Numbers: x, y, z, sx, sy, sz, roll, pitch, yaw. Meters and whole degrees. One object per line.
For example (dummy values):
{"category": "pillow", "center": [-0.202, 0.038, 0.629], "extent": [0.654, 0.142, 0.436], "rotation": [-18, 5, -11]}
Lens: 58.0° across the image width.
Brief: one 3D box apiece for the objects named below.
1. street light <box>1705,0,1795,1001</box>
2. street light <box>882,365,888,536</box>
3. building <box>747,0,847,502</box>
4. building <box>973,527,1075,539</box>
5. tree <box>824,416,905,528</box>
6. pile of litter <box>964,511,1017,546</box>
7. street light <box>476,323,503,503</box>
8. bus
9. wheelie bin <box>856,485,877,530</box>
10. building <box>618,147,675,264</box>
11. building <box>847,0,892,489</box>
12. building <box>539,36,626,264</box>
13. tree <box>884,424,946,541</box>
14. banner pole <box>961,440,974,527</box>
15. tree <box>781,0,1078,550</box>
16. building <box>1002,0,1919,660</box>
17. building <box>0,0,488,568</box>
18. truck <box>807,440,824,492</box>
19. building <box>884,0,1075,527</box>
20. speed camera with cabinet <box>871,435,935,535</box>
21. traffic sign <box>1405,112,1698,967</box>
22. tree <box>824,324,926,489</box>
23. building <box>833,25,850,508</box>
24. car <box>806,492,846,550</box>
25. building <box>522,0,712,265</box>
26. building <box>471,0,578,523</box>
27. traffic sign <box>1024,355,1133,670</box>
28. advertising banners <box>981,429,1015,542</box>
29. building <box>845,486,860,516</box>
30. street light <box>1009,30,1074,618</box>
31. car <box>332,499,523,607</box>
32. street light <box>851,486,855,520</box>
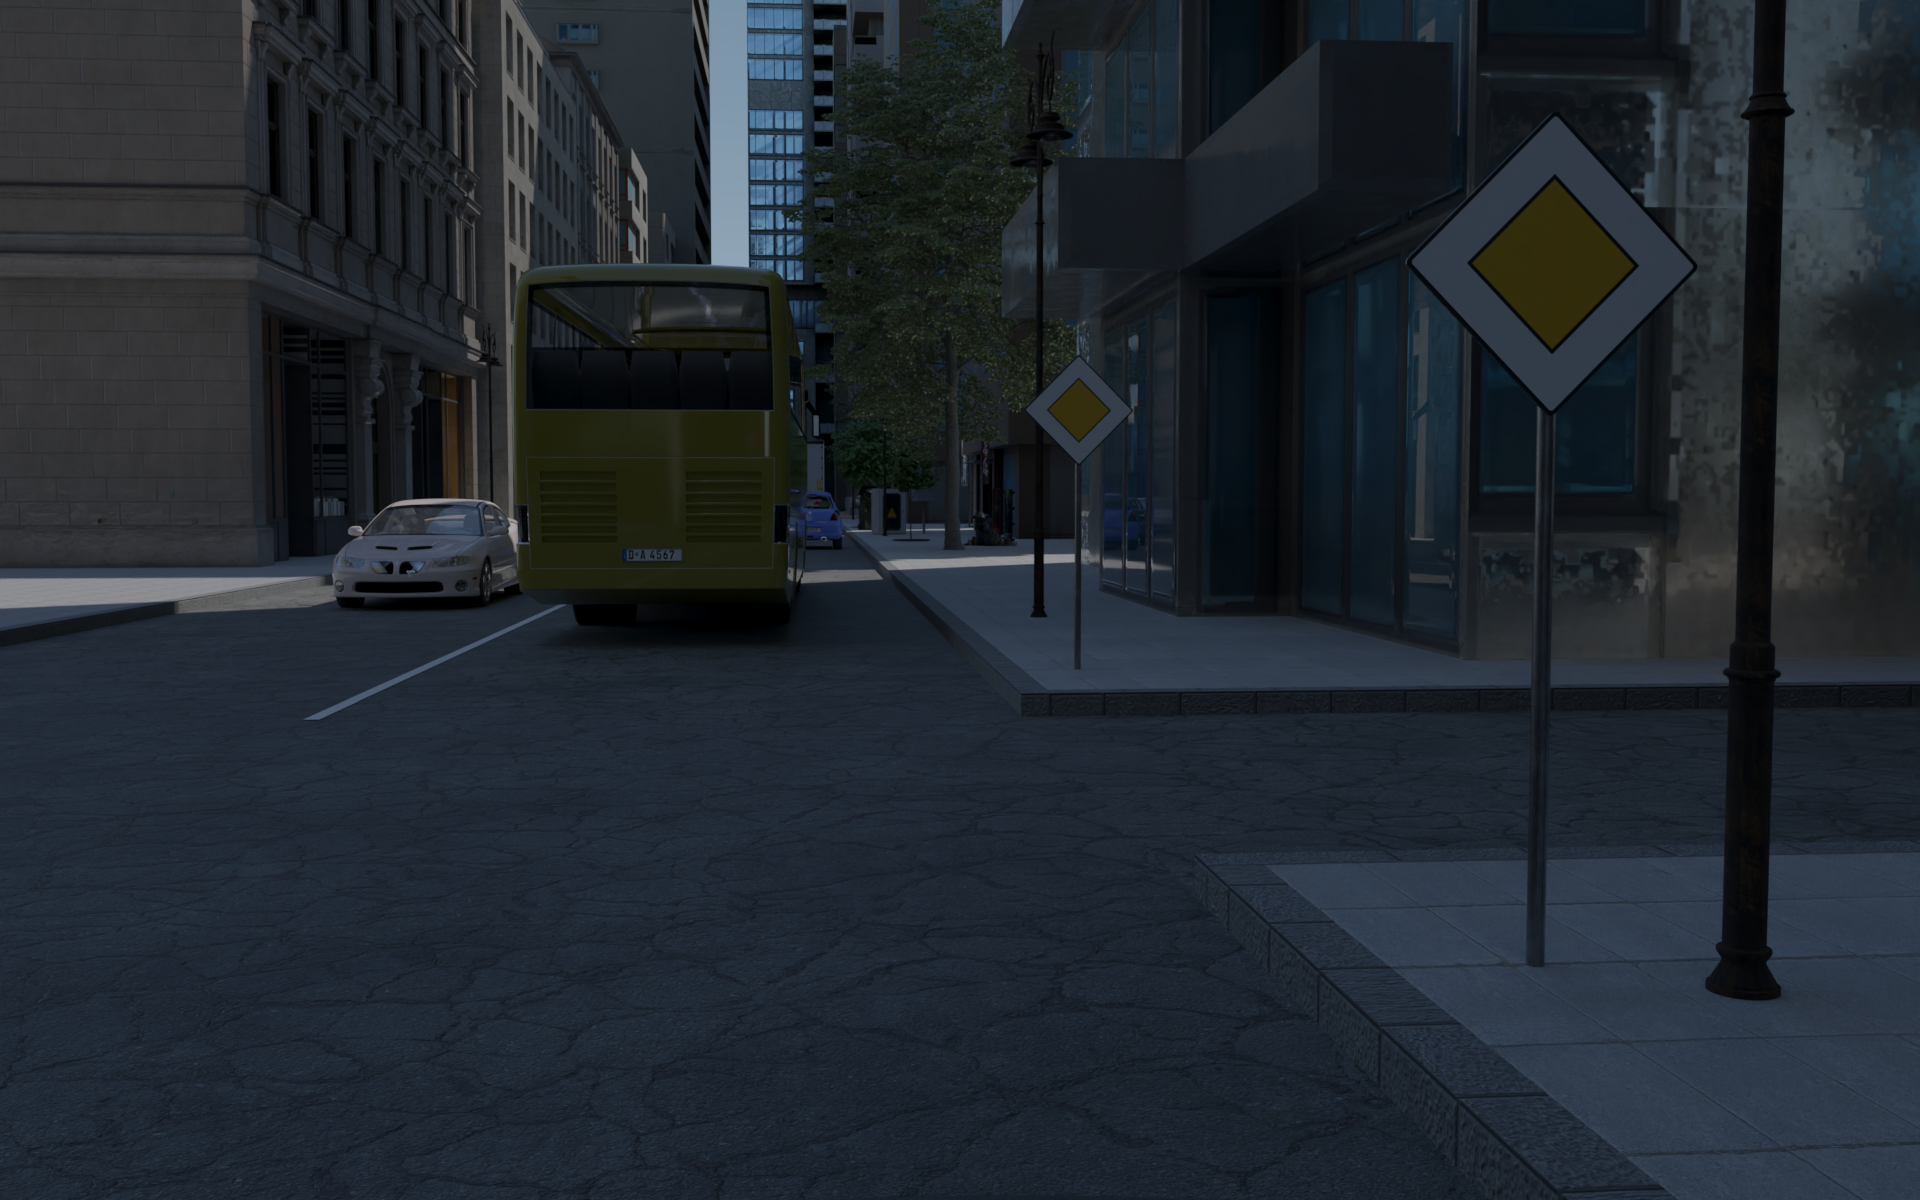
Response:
{"category": "street light", "center": [2.022, -1.927, 4.294], "extent": [0.468, 5.910, 1.993], "rotation": [0, 4, -5]}
{"category": "street light", "center": [-2.288, -4.887, 52.688], "extent": [0.468, 5.910, 1.993], "rotation": [0, 4, -5]}
{"category": "building", "center": [-10.271, -53.097, 180.805], "extent": [31.000, 86.520, 22.319], "rotation": [0, 4, -5]}
{"category": "building", "center": [7.604, -24.769, 55.078], "extent": [14.600, 45.320, 14.200], "rotation": [0, 4, -5]}
{"category": "tree", "center": [-3.549, -5.058, 66.418], "extent": [4.285, 4.588, 4.351], "rotation": [0, 3, 0]}
{"category": "pile of litter", "center": [0.714, -1.789, 43.222], "extent": [1.176, 0.858, 1.719], "rotation": [-2, 4, -30]}
{"category": "street light", "center": [-12.738, -4.540, 47.017], "extent": [0.468, 5.910, 1.993], "rotation": [0, 4, -5]}
{"category": "bus", "center": [-3.263, -1.856, 21.900], "extent": [2.896, 3.916, 12.252], "rotation": [0, 4, -4]}
{"category": "wheelie bin", "center": [-3.219, -3.296, 61.798], "extent": [0.980, 1.594, 0.693], "rotation": [-2, 4, -32]}
{"category": "building", "center": [-31.396, -15.582, 99.806], "extent": [27.650, 21.520, 28.899], "rotation": [0, 4, -5]}
{"category": "building", "center": [4.930, -33.399, 135.305], "extent": [28.713, 52.752, 27.495], "rotation": [0, 4, -5]}
{"category": "building", "center": [-20.619, -13.915, 76.667], "extent": [9.793, 20.994, 18.267], "rotation": [0, 4, -5]}
{"category": "tree", "center": [-1.433, -3.216, 47.178], "extent": [1.663, 3.219, 1.824], "rotation": [0, 3, 0]}
{"category": "banner pole", "center": [0.251, -4.676, 66.475], "extent": [0.401, 3.779, 0.863], "rotation": [2, 4, 31]}
{"category": "tree", "center": [-0.164, -7.396, 39.056], "extent": [7.486, 12.596, 7.792], "rotation": [0, 3, 0]}
{"category": "building", "center": [15.745, -24.640, 22.473], "extent": [30.456, 49.044, 23.786], "rotation": [0, 4, -5]}
{"category": "building", "center": [-16.811, -10.992, 30.630], "extent": [10.553, 20.767, 40.483], "rotation": [0, 4, -5]}
{"category": "truck", "center": [-8.884, -6.464, 94.596], "extent": [2.839, 4.237, 11.283], "rotation": [0, 4, -7]}
{"category": "building", "center": [3.679, -26.329, 80.594], "extent": [14.600, 45.320, 14.200], "rotation": [0, 4, -5]}
{"category": "speed camera with cabinet", "center": [-1.806, -3.735, 55.405], "extent": [2.038, 3.252, 0.660], "rotation": [-2, 4, -29]}
{"category": "traffic sign", "center": [1.564, -0.062, 4.655], "extent": [0.795, 2.450, 0.064], "rotation": [0, 4, -5]}
{"category": "tree", "center": [-3.350, -7.395, 71.263], "extent": [4.360, 8.622, 3.978], "rotation": [0, 3, 0]}
{"category": "building", "center": [-4.331, -28.873, 155.669], "extent": [14.154, 41.232, 14.086], "rotation": [0, 4, -5]}
{"category": "car", "center": [-3.988, -2.226, 45.981], "extent": [1.945, 1.707, 3.694], "rotation": [0, 4, -5]}
{"category": "building", "center": [-29.209, -30.628, 124.476], "extent": [21.300, 48.544, 21.600], "rotation": [0, 4, -5]}
{"category": "building", "center": [-19.419, -12.504, 59.194], "extent": [10.420, 20.320, 16.860], "rotation": [0, 4, -5]}
{"category": "traffic sign", "center": [0.857, -0.548, 12.609], "extent": [0.795, 2.450, 0.064], "rotation": [0, 4, -5]}
{"category": "advertising banners", "center": [0.992, -3.066, 46.317], "extent": [0.090, 3.025, 2.074], "rotation": [-1, 4, -23]}
{"category": "building", "center": [8.902, -25.581, 110.130], "extent": [32.217, 40.220, 23.993], "rotation": [0, 4, -5]}
{"category": "street light", "center": [0.823, -2.759, 17.903], "extent": [0.468, 5.910, 1.993], "rotation": [0, 4, -5]}
{"category": "car", "center": [-7.070, -0.679, 23.458], "extent": [2.083, 1.381, 4.827], "rotation": [0, 4, -5]}
{"category": "street light", "center": [-5.387, -6.992, 87.109], "extent": [0.468, 5.910, 1.993], "rotation": [0, 4, -5]}
